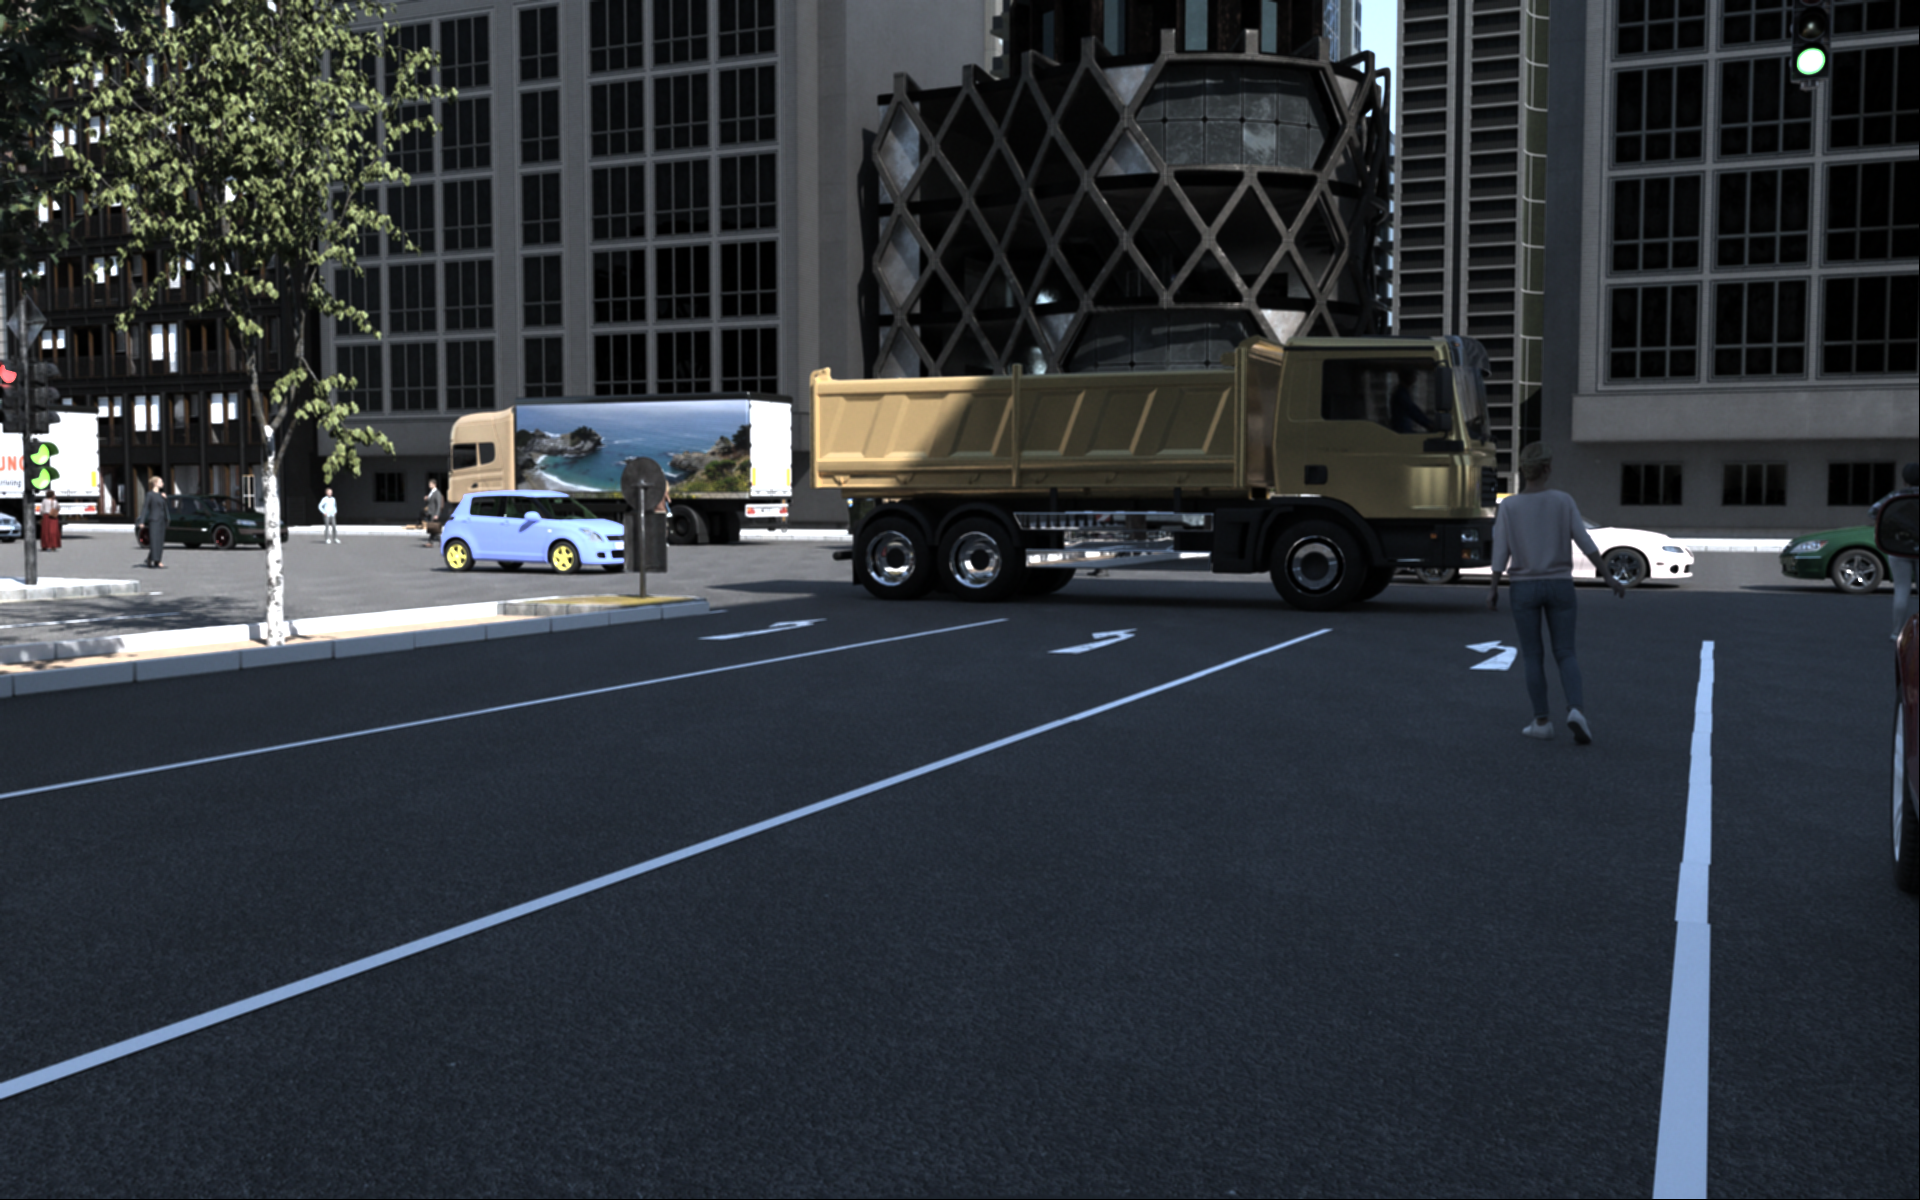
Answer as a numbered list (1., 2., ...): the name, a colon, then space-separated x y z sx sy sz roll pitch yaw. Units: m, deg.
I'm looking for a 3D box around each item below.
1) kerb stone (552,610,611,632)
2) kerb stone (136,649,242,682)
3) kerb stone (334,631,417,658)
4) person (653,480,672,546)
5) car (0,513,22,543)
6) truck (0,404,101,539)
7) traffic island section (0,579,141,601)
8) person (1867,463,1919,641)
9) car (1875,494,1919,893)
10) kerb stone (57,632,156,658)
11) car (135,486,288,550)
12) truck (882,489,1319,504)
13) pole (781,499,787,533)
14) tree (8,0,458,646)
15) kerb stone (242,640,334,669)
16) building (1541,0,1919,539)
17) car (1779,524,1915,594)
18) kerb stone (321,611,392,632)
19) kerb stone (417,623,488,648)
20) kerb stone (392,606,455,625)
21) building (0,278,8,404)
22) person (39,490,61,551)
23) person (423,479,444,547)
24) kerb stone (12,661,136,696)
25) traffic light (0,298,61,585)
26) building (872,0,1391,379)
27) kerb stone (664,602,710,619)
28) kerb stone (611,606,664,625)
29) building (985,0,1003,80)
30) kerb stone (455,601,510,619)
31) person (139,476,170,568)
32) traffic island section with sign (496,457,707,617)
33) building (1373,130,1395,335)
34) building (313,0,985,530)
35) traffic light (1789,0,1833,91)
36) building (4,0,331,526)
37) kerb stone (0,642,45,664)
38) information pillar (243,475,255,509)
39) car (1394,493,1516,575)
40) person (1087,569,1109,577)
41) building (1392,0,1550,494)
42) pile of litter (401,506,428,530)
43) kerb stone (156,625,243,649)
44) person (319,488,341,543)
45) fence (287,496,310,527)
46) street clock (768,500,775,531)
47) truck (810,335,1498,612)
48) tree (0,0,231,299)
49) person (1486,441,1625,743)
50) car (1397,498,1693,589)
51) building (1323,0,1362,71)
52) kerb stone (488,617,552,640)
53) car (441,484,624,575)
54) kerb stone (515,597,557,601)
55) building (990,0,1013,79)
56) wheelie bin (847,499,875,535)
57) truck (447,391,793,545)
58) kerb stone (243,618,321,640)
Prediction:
1. kerb stone: -4.078 0.231 18.412 0.120 0.150 1.000 2 4 24
2. kerb stone: -6.136 0.520 13.694 0.120 0.150 1.000 2 4 24
3. kerb stone: -5.304 0.404 15.584 0.120 0.150 1.000 2 4 24
4. person: -8.201 -2.395 47.639 0.573 1.828 0.580 3 4 36
5. car: -29.858 -2.393 51.134 4.499 1.417 2.014 1 4 22
6. truck: -33.118 -4.138 56.564 11.283 4.237 2.839 2 4 23
7. traffic island section: -13.121 -0.133 24.459 2.009 0.180 2.903 2 4 24
8. person: 9.228 -0.461 16.757 0.841 1.734 0.376 2 4 24
9. car: 3.617 0.263 4.370 2.281 1.827 5.304 2 4 25
10. kerb stone: -7.662 0.417 15.463 0.120 0.150 1.000 2 4 24
11. car: -19.611 -2.173 45.308 4.222 1.686 2.009 1 4 22
12. truck: 2.983 -3.254 42.115 11.283 4.237 2.839 2 4 24
13. pole: -5.816 -3.878 57.253 0.158 3.312 0.155 0 3 0
14. tree: -6.490 -3.851 15.788 4.737 8.622 4.395 0 3 0
15. kerb stone: -5.727 0.462 14.645 0.120 0.150 1.000 2 4 24
16. building: 33.053 -14.111 49.784 30.058 24.678 14.314 2 4 24
17. car: 14.497 -0.801 24.894 4.920 1.459 2.131 2 4 25
18. kerb stone: -6.425 0.243 18.294 0.120 0.150 1.000 2 4 24
19. kerb stone: -4.906 0.346 16.532 0.120 0.150 1.000 2 4 24
20. kerb stone: -6.018 0.182 19.246 0.120 0.150 1.000 2 4 24
21. building: -47.647 -18.286 84.872 20.117 28.700 13.634 2 4 24
22. person: -22.799 -1.981 43.364 0.523 1.526 0.387 0 4 -3
23. person: -14.155 -2.337 46.680 0.622 1.834 0.822 3 4 36
24. kerb stone: -6.552 0.578 12.751 0.120 0.150 1.000 2 4 24
25. traffic light: -13.088 -2.164 24.310 0.839 4.253 0.868 2 4 24
26. building: 7.226 -11.981 63.340 16.811 18.784 16.820 2 4 24
27. kerb stone: -3.252 0.124 20.293 0.120 0.150 1.000 2 4 24
28. kerb stone: -3.671 0.174 19.355 0.120 0.150 1.000 2 4 24
29. building: -3.329 -35.737 173.544 27.495 52.752 28.713 2 4 24
30. kerb stone: -5.590 0.123 20.190 0.120 0.150 1.000 2 4 24
31. person: -15.552 -1.497 33.402 0.534 1.772 0.576 0 4 -7
32. traffic island section with sign: -4.145 -0.775 20.814 2.006 1.907 1.989 2 4 24
33. building: 41.747 -37.021 224.900 30.456 49.044 23.786 2 4 24
34. building: -12.675 -16.930 70.311 24.014 27.812 14.314 2 4 24
35. traffic light: 9.451 -2.428 14.370 4.771 5.953 1.251 2 4 24
36. building: -31.489 -15.135 77.132 15.834 23.373 12.332 2 4 24
37. kerb stone: -8.070 0.470 14.509 0.120 0.150 1.000 2 4 24
38. information pillar: -27.964 -3.892 68.120 0.304 2.012 0.304 1 4 19
39. car: 8.950 -1.255 30.746 3.980 1.641 2.015 1 4 22
40. person: 2.375 -1.342 30.242 0.447 1.846 0.655 -1 4 -12
41. building: 64.968 -47.338 212.226 20.611 71.187 20.563 2 4 24
42. pile of litter: -19.437 -2.968 62.484 1.176 0.858 1.719 -3 5 -43
43. kerb stone: -7.251 0.354 16.404 0.120 0.150 1.000 2 4 24
44. person: -18.411 -2.461 50.549 0.589 1.601 0.330 -3 5 -45
45. fence: -25.884 -3.446 67.540 0.480 1.192 2.264 0 4 -4
46. street clock: -6.517 -3.383 59.888 0.471 2.002 0.358 -3 5 -44
47. truck: 2.863 -1.650 22.908 9.791 3.379 3.469 2 4 24
48. tree: -9.157 -5.470 8.904 9.611 12.733 9.660 0 3 0
49. person: 3.497 -0.054 10.057 0.731 1.740 0.598 0 4 -3
50. car: 9.063 -0.930 27.575 4.827 1.381 2.083 2 4 24
51. building: 25.028 -52.041 163.544 31.000 86.520 22.319 2 4 24
52. kerb stone: -4.496 0.289 17.474 0.120 0.150 1.000 2 4 24
53. car: -7.716 -1.365 31.908 3.694 1.707 1.945 2 4 24
54. kerb stone: -5.180 0.065 21.135 0.120 0.150 1.000 2 4 24
55. building: 14.653 -29.153 131.280 22.147 44.769 28.867 2 4 24
56. wheelie bin: -3.077 -2.844 54.402 0.693 1.594 0.980 3 5 41
57. truck: -10.368 -3.771 50.566 11.283 4.237 2.839 2 4 24
58. kerb stone: -6.839 0.300 17.345 0.120 0.150 1.000 2 4 24
